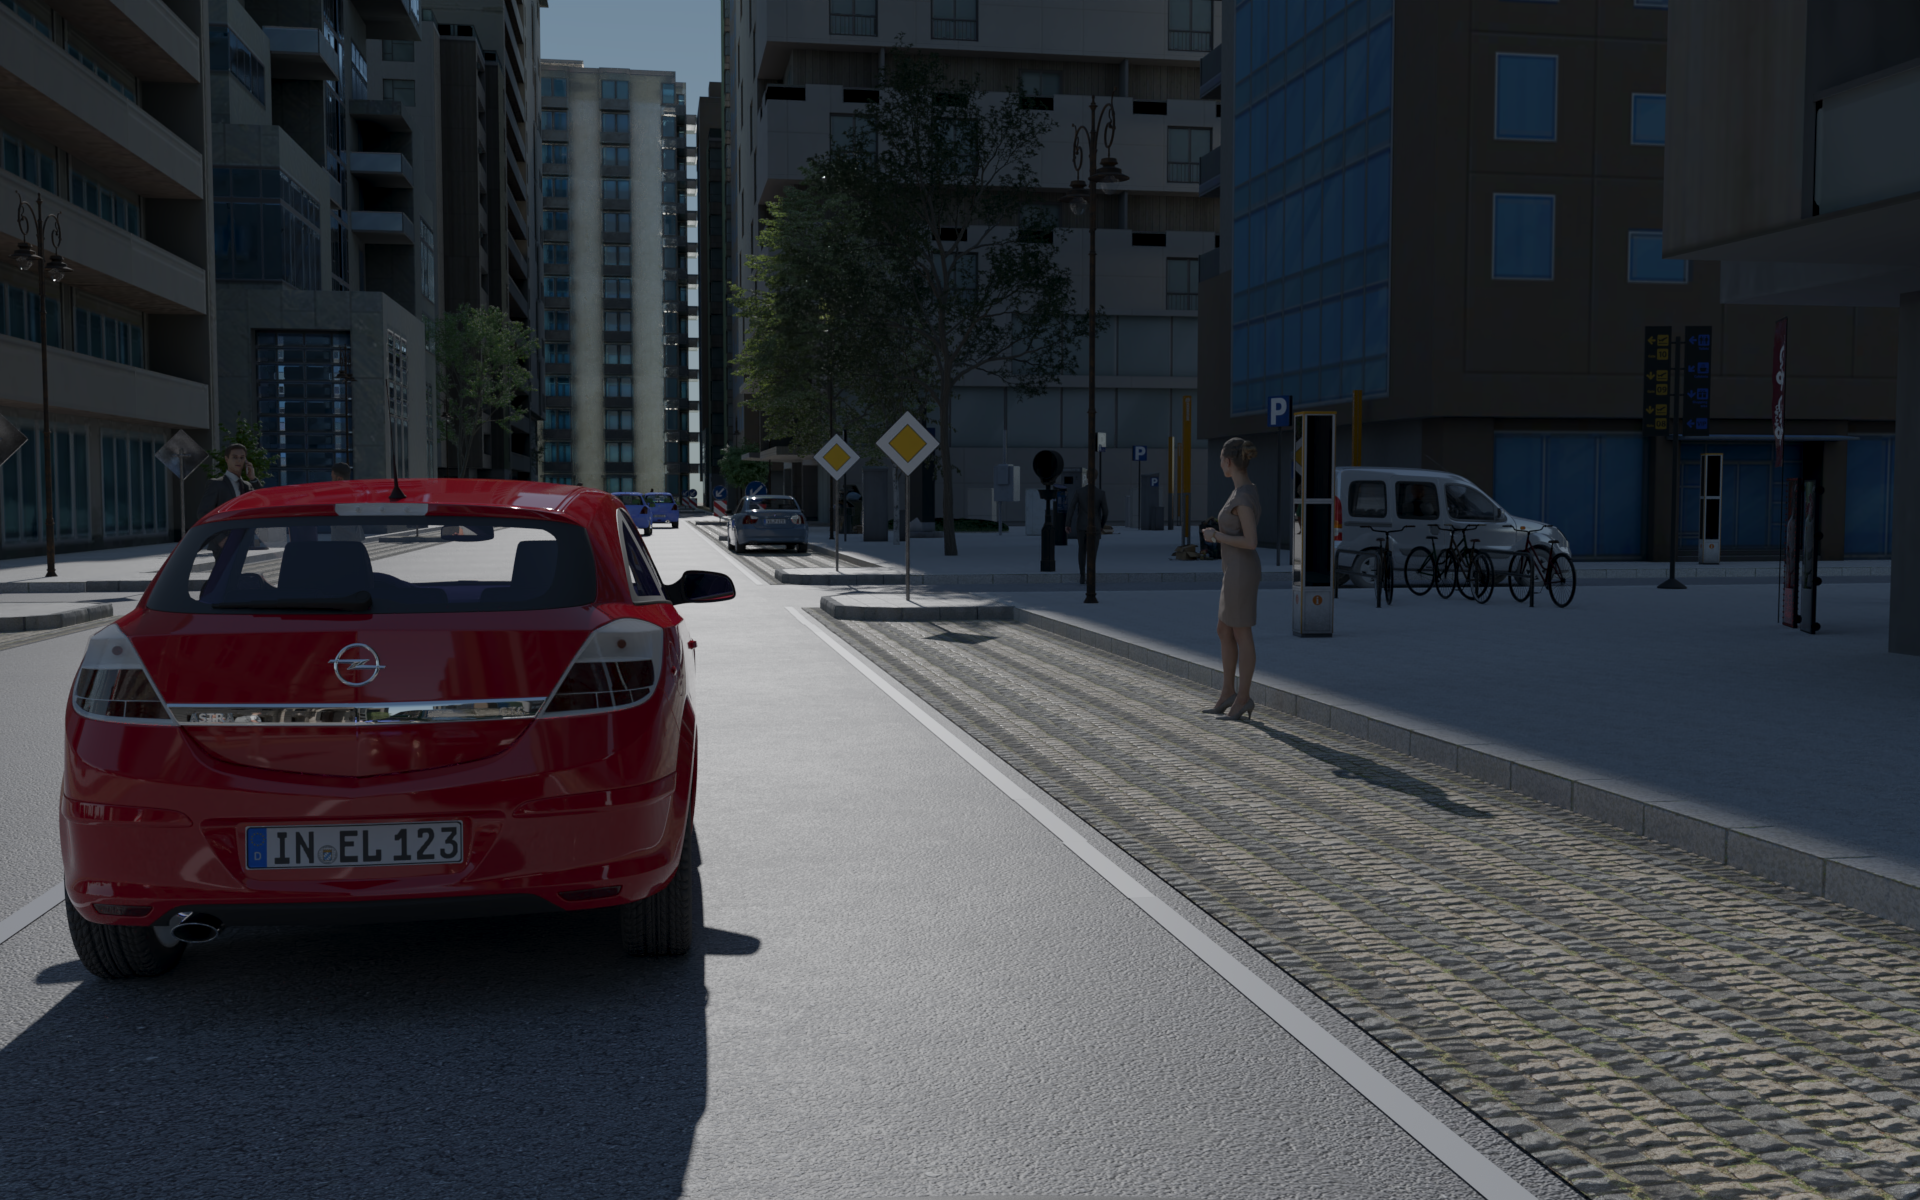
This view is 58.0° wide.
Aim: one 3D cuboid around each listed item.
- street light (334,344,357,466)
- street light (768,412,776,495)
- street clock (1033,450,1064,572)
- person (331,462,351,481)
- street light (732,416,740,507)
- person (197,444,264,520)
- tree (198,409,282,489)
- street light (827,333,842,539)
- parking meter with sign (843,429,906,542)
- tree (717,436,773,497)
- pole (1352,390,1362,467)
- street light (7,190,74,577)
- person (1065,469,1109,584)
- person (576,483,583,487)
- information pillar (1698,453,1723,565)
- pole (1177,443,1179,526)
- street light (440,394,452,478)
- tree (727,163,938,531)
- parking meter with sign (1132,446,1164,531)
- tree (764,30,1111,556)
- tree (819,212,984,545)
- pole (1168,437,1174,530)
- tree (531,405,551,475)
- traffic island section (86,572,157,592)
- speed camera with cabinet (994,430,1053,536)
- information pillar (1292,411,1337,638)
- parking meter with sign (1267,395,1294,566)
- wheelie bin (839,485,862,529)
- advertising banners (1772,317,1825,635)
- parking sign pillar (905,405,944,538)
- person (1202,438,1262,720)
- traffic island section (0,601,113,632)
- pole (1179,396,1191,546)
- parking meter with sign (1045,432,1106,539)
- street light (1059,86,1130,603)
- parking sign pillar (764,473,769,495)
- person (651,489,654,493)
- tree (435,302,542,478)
[{"bbox_3d":[-18.899,-4.931,53.413,0.468,5.910,1.993,-1,4,-10],"label":"street light"},{"bbox_3d":[-8.345,-6.311,75.975,0.468,5.910,1.993,-1,4,-10],"label":"street light"},{"bbox_3d":[1.454,-1.468,28.578,0.471,2.002,0.358,2,4,31],"label":"street clock"},{"bbox_3d":[-7.271,-0.713,20.342,0.466,1.800,0.511,0,4,2],"label":"person"},{"bbox_3d":[-13.226,-7.942,102.642,0.468,5.910,1.993,-1,4,-10],"label":"street light"},{"bbox_3d":[-6.765,-0.510,16.203,0.474,1.900,0.648,0,4,5],"label":"person"},{"bbox_3d":[-16.510,-2.768,39.854,1.663,3.219,1.824,0,3,0],"label":"tree"},{"bbox_3d":[-3.628,-4.650,48.817,0.468,5.910,1.993,-1,4,-10],"label":"street light"},{"bbox_3d":[-2.283,-3.096,46.881,1.738,3.016,0.543,0,4,-7],"label":"parking meter with sign"},{"bbox_3d":[-12.187,-7.032,98.692,4.285,4.588,4.351,0,3,0],"label":"tree"},{"bbox_3d":[7.786,-2.458,34.027,0.158,3.312,0.155,0,3,0],"label":"pole"},{"bbox_3d":[-14.117,-3.299,26.729,0.468,5.910,1.993,-1,4,-10],"label":"street light"},{"bbox_3d":[2.024,-1.167,27.357,0.659,1.850,0.755,1,4,10],"label":"person"},{"bbox_3d":[-12.078,-2.830,55.014,0.529,1.795,0.600,0,4,5],"label":"person"},{"bbox_3d":[13.631,-1.649,31.461,0.304,2.012,0.304,0,4,8],"label":"information pillar"},{"bbox_3d":[8.767,-4.611,69.234,0.158,3.312,0.155,0,3,0],"label":"pole"},{"bbox_3d":[-23.710,-6.563,80.093,0.468,5.910,1.993,-1,4,-10],"label":"street light"},{"bbox_3d":[-4.694,-8.667,59.837,7.486,12.596,7.792,0,3,0],"label":"tree"},{"bbox_3d":[6.739,-3.991,61.517,0.543,3.016,1.738,-1,4,-20],"label":"parking meter with sign"},{"bbox_3d":[-0.528,-6.200,35.781,7.601,10.594,8.767,-1,4,-12],"label":"tree"},{"bbox_3d":[-1.554,-5.678,43.191,4.360,8.622,3.978,0,3,0],"label":"tree"},{"bbox_3d":[7.519,-4.150,61.694,0.158,3.312,0.155,0,3,0],"label":"pole"},{"bbox_3d":[-35.494,-11.643,140.725,4.360,8.622,3.978,0,3,0],"label":"tree"},{"bbox_3d":[-12.102,-0.287,26.975,2.009,0.180,2.903,-1,4,-10],"label":"traffic island section"},{"bbox_3d":[2.087,-3.620,53.528,2.038,3.252,0.660,2,4,24],"label":"speed camera with cabinet"},{"bbox_3d":[3.176,-0.676,15.548,0.304,2.012,0.304,0,4,-5],"label":"information pillar"},{"bbox_3d":[6.359,-2.140,31.242,1.738,3.016,0.543,-2,4,-34],"label":"parking meter with sign"},{"bbox_3d":[-3.630,-3.021,57.302,0.980,1.594,0.693,3,5,44],"label":"wheelie bin"},{"bbox_3d":[8.019,-1.251,16.635,0.090,3.025,2.074,1,4,14],"label":"advertising banners"},{"bbox_3d":[-1.185,-3.825,51.008,1.447,3.967,1.447,-2,4,-25],"label":"parking sign pillar"},{"bbox_3d":[1.712,-0.128,10.932,0.374,1.781,0.599,0,4,7],"label":"person"},{"bbox_3d":[-10.692,0.194,19.115,2.009,0.180,2.903,-1,4,-10],"label":"traffic island section"},{"bbox_3d":[4.705,-2.577,35.979,0.158,3.312,0.155,0,3,0],"label":"pole"},{"bbox_3d":[3.265,-3.260,49.562,1.738,3.016,0.543,2,4,30],"label":"parking meter with sign"},{"bbox_3d":[1.542,-2.901,20.212,0.468,5.910,1.993,-1,4,-10],"label":"street light"},{"bbox_3d":[-11.486,-6.954,102.166,1.447,3.967,1.447,-1,4,-14],"label":"parking sign pillar"},{"bbox_3d":[-21.288,-6.799,119.687,0.705,1.821,1.348,-2,4,-27],"label":"person"},{"bbox_3d":[-26.561,-10.198,92.497,9.928,11.665,9.643,0,3,0],"label":"tree"}]
